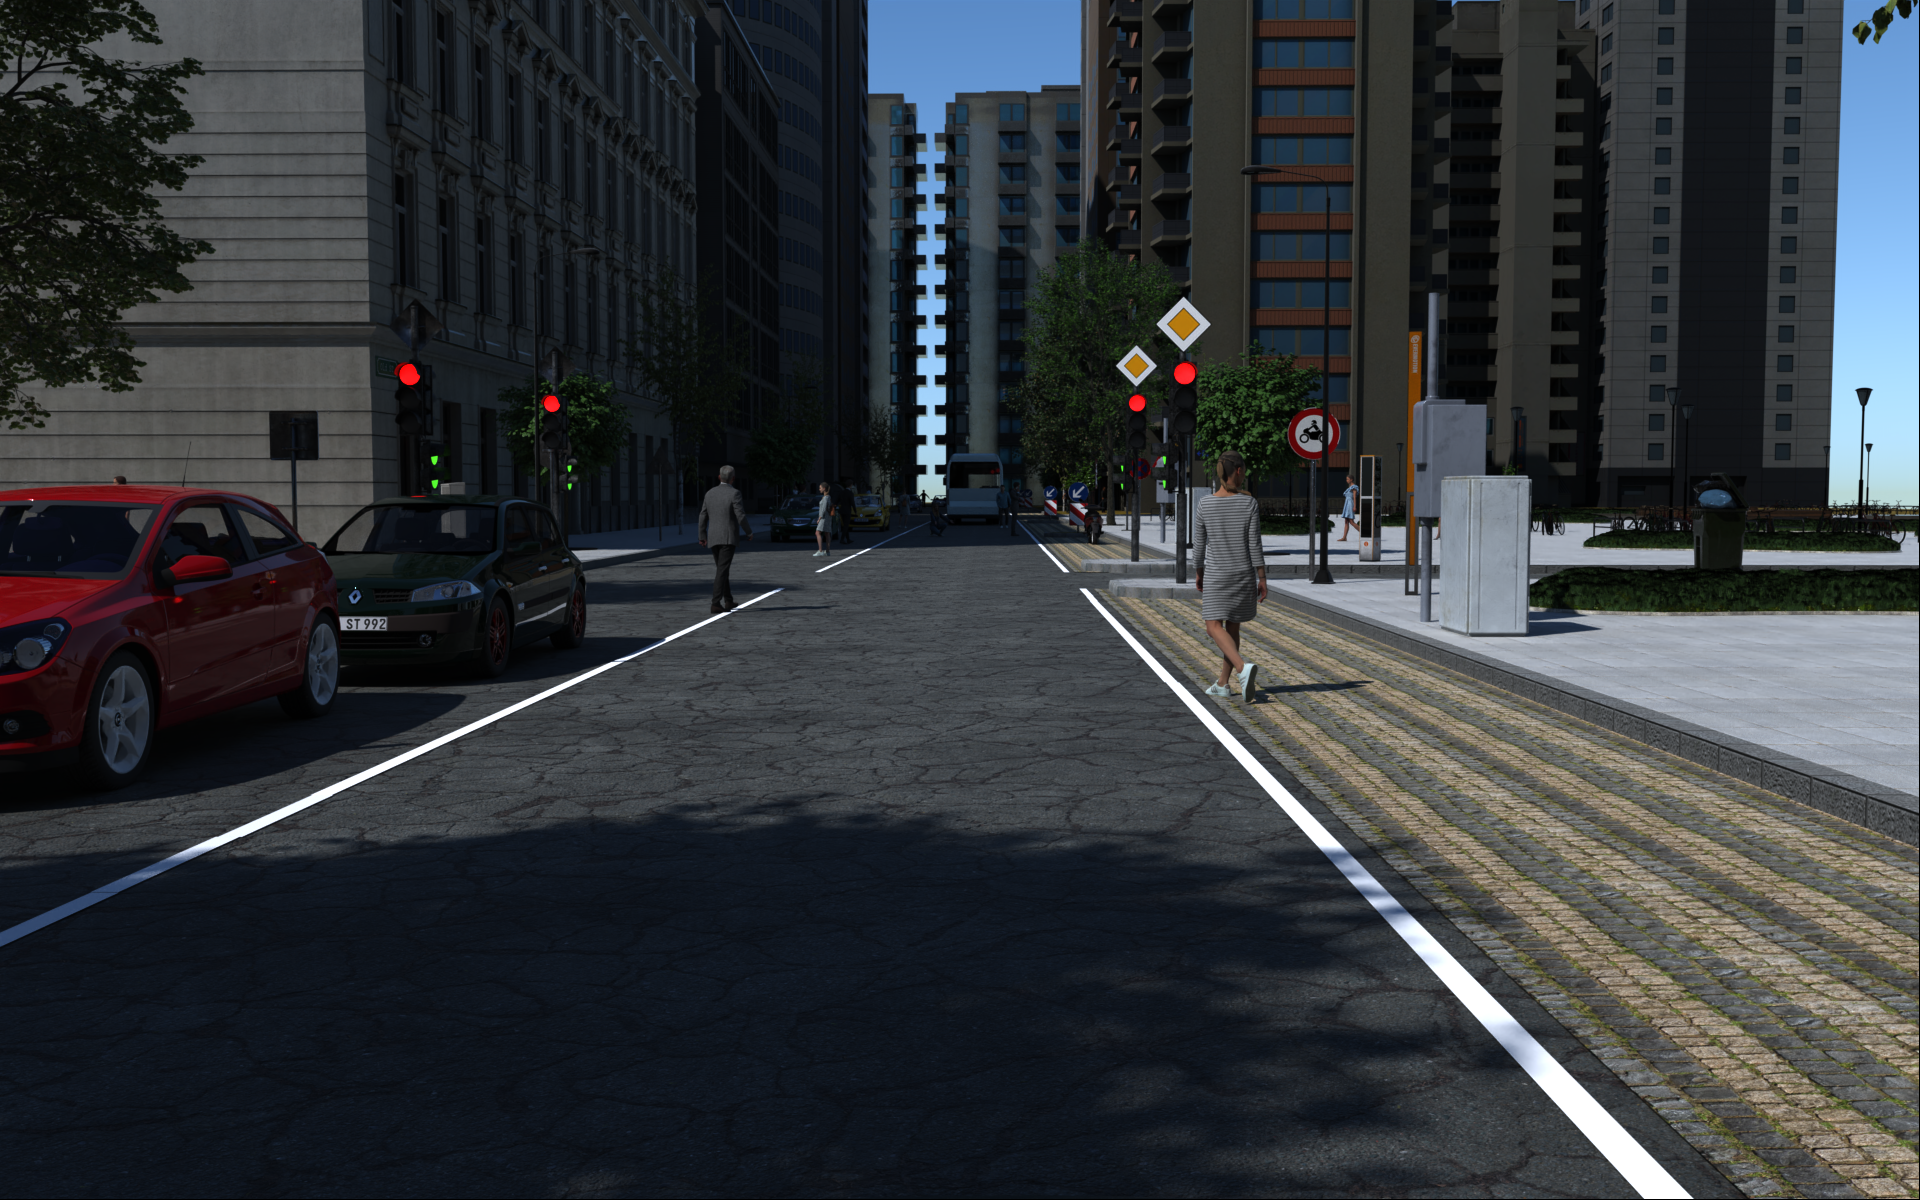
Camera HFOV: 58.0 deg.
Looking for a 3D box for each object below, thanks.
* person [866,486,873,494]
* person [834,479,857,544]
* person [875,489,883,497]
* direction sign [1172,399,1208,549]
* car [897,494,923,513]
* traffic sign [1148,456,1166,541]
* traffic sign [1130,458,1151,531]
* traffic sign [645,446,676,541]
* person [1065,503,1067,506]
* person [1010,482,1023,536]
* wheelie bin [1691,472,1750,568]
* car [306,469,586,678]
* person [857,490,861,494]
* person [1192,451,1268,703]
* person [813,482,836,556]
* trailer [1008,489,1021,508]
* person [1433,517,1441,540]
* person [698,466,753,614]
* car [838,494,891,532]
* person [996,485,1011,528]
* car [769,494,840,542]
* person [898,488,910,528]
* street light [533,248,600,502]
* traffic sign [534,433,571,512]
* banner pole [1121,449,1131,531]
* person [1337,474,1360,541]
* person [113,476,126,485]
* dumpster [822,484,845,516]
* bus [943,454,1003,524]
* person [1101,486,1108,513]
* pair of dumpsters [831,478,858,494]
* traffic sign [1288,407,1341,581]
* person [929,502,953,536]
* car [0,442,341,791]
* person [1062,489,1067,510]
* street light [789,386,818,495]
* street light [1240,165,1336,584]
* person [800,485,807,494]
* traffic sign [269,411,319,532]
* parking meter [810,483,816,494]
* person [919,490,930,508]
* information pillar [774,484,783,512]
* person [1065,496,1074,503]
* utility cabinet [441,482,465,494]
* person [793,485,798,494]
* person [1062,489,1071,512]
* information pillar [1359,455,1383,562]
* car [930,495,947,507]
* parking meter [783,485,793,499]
[{"bbox_3d":[-3.902,-4.006,74.262,0.793,1.790,0.793,-1,4,-19],"label":"person"},{"bbox_3d":[-3.216,-2.524,49.550,0.659,1.850,0.755,3,4,38],"label":"person"},{"bbox_3d":[-8.067,-9.929,169.101,1.217,1.735,0.721,-2,4,-23],"label":"person"},{"bbox_3d":[5.415,-2.975,40.633,0.876,3.537,0.379,1,4,10],"label":"direction sign"},{"bbox_3d":[-3.836,-7.453,133.855,2.014,1.417,4.499,0,4,1],"label":"car"},{"bbox_3d":[5.531,-2.865,46.852,0.884,2.594,0.081,0,4,5],"label":"traffic sign"},{"bbox_3d":[6.306,-3.718,60.891,0.768,2.556,0.104,0,4,3],"label":"traffic sign"},{"bbox_3d":[-8.136,-2.874,46.991,0.884,2.594,0.081,1,4,9],"label":"traffic sign"},{"bbox_3d":[11.095,-10.772,182.828,0.551,1.740,0.621,1,4,12],"label":"person"},{"bbox_3d":[1.939,-3.125,59.393,0.447,1.846,0.655,0,4,1],"label":"person"},{"bbox_3d":[10.966,-1.048,25.041,0.693,1.594,0.980,0,4,8],"label":"wheelie bin"},{"bbox_3d":[-4.419,-0.304,14.754,2.009,1.686,4.222,0,4,1],"label":"car"},{"bbox_3d":[-7.663,-7.456,129.417,0.415,1.643,0.593,3,5,44],"label":"person"},{"bbox_3d":[1.897,-0.168,11.993,0.466,1.731,0.760,-1,4,-22],"label":"person"},{"bbox_3d":[-3.132,-1.875,40.163,0.522,1.701,0.512,0,4,1],"label":"person"},{"bbox_3d":[5.620,-10.669,181.490,1.471,1.999,3.904,0,4,-1],"label":"trailer"},{"bbox_3d":[13.530,-2.564,48.312,0.374,1.781,0.599,-2,4,-25],"label":"person"},{"bbox_3d":[-2.825,-0.746,21.097,0.661,1.777,0.834,1,4,22],"label":"person"},{"bbox_3d":[-3.652,-3.470,66.956,2.015,1.641,3.980,0,4,2],"label":"car"},{"bbox_3d":[1.855,-3.952,73.130,0.660,1.820,0.620,0,4,-1],"label":"person"},{"bbox_3d":[-4.725,-2.531,53.181,2.131,1.459,4.920,0,4,0],"label":"car"},{"bbox_3d":[-2.342,-3.874,72.844,0.512,1.701,0.522,0,4,-6],"label":"person"},{"bbox_3d":[-7.494,-3.690,32.871,1.470,5.913,1.316,0,4,1],"label":"street light"},{"bbox_3d":[-8.161,-2.115,34.689,0.768,2.556,0.104,0,4,3],"label":"traffic sign"},{"bbox_3d":[5.844,-4.299,60.301,0.401,3.779,0.863,0,4,2],"label":"banner pole"},{"bbox_3d":[10.589,-2.486,46.782,0.778,1.811,0.616,1,4,10],"label":"person"},{"bbox_3d":[-14.984,-1.324,30.723,0.480,1.755,0.524,2,4,26],"label":"person"},{"bbox_3d":[-7.019,-5.500,95.682,1.264,1.857,1.865,0,4,1],"label":"dumpster"},{"bbox_3d":[0.624,-5.521,85.121,2.948,3.499,13.247,0,4,0],"label":"bus"},{"bbox_3d":[9.925,-6.923,119.262,0.705,1.821,1.348,1,4,18],"label":"person"},{"bbox_3d":[-6.933,-6.073,101.785,1.574,2.255,4.437,0,4,1],"label":"pair of dumpsters"},{"bbox_3d":[5.208,-1.557,25.557,0.768,2.556,0.104,0,4,5],"label":"traffic sign"},{"bbox_3d":[-0.659,-2.731,58.649,1.012,1.151,0.738,-3,4,-39],"label":"person"},{"bbox_3d":[-4.957,-0.040,9.686,2.155,1.783,4.494,0,4,-1],"label":"car"},{"bbox_3d":[8.608,-8.174,140.631,0.436,1.711,0.756,-1,4,-18],"label":"person"},{"bbox_3d":[-6.793,-6.235,74.476,1.470,5.913,1.316,0,4,1],"label":"street light"},{"bbox_3d":[4.666,-3.187,24.649,1.470,5.913,1.316,0,4,1],"label":"street light"},{"bbox_3d":[-5.443,-3.176,60.994,0.480,1.755,0.524,2,4,25],"label":"person"},{"bbox_3d":[-8.172,-1.171,21.277,0.606,2.300,0.079,0,4,3],"label":"traffic sign"},{"bbox_3d":[-7.699,-5.219,91.041,0.255,1.863,0.399,-1,4,-17],"label":"parking meter"},{"bbox_3d":[-3.687,-10.220,175.229,1.348,1.869,0.705,-1,4,-18],"label":"person"},{"bbox_3d":[-7.833,-4.292,74.659,0.304,2.012,0.304,-2,4,-34],"label":"information pillar"},{"bbox_3d":[8.426,-7.493,128.581,1.348,1.821,0.705,-1,4,-22],"label":"person"},{"bbox_3d":[-9.587,-1.471,32.737,0.318,1.500,1.173,-2,4,-24],"label":"utility cabinet"},{"bbox_3d":[-9.432,-5.651,98.666,0.478,1.798,0.641,-2,4,-27],"label":"person"},{"bbox_3d":[7.614,-7.011,120.685,1.348,1.822,0.705,-3,4,-36],"label":"person"},{"bbox_3d":[7.789,-1.735,32.853,0.304,2.012,0.304,3,5,43],"label":"information pillar"},{"bbox_3d":[-1.784,-9.171,162.523,1.945,1.354,3.894,0,4,1],"label":"car"},{"bbox_3d":[-7.626,-4.349,76.825,0.255,1.863,0.399,3,5,44],"label":"parking meter"}]
